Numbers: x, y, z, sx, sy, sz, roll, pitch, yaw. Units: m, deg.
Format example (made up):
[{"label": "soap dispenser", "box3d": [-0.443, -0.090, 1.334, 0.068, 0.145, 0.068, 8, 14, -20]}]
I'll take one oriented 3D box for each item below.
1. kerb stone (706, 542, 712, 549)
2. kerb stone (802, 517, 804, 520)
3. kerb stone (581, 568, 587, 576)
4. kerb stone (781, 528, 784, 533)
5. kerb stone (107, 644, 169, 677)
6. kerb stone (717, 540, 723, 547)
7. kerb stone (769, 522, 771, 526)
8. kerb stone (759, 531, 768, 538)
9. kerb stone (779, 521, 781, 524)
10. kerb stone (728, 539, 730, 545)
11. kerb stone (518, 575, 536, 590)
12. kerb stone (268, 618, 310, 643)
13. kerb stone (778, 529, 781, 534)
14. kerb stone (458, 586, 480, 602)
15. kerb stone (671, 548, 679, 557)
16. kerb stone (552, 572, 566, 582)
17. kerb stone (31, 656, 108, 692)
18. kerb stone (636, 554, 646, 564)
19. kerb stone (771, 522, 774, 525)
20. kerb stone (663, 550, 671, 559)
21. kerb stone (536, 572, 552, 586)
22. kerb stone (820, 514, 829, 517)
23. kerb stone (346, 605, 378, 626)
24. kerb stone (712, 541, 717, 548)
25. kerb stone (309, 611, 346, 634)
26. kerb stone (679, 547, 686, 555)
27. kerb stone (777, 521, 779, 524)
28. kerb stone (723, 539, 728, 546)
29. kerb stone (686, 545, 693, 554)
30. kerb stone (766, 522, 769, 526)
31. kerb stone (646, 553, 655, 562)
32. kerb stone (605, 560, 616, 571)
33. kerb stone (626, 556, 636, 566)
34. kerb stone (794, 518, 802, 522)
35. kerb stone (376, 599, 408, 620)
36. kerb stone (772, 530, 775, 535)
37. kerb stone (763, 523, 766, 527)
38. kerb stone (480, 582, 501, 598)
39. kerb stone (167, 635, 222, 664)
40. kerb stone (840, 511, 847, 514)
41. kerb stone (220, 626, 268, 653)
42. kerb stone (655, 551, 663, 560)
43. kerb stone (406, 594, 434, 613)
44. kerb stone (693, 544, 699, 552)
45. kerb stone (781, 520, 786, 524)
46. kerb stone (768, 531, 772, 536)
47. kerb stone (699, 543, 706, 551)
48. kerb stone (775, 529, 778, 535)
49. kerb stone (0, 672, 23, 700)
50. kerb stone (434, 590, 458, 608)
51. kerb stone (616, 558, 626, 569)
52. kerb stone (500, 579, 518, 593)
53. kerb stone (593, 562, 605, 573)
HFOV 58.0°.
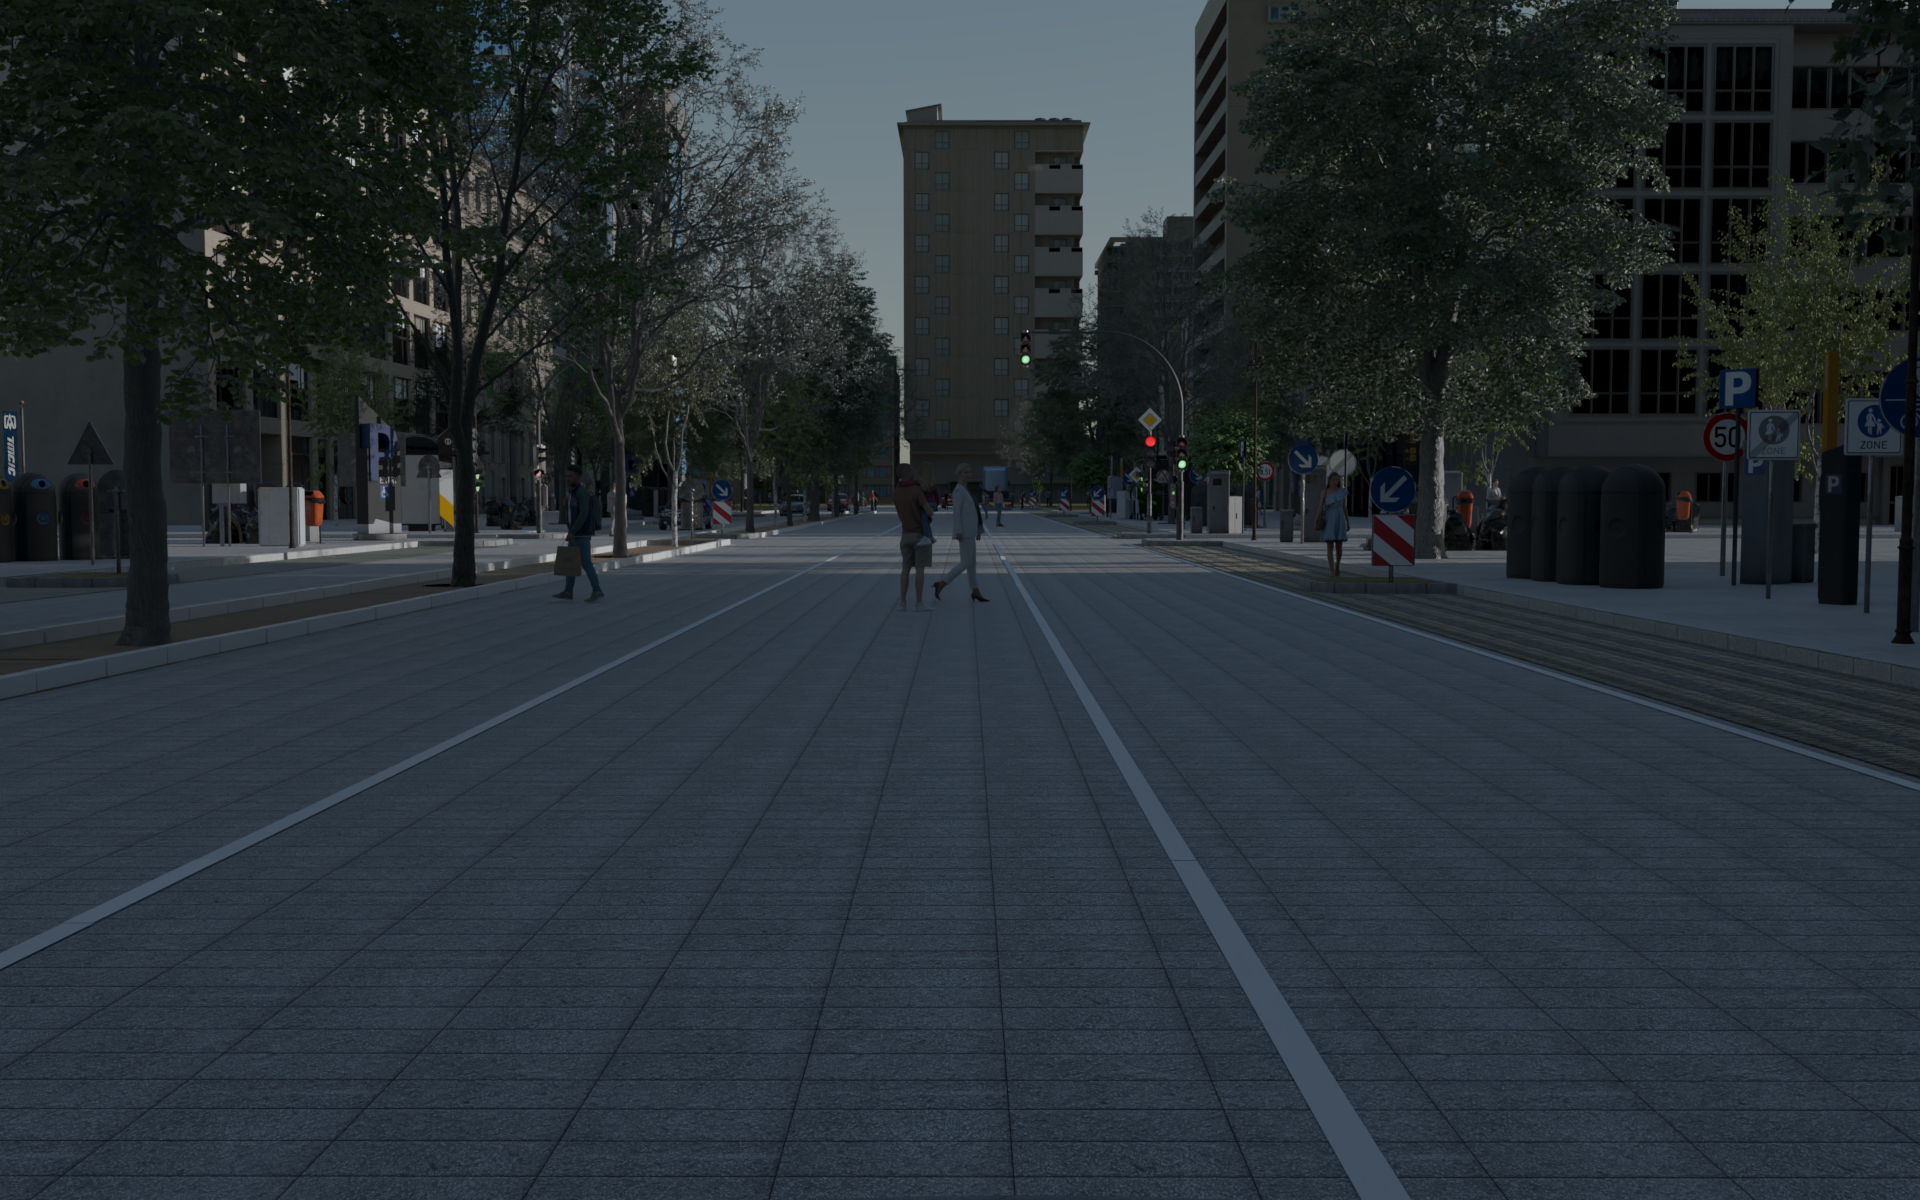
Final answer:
[{"label": "kerb stone", "box3d": [-6.625, -1.379, 44.794, 0.120, 0.150, 1.000, 0, 4, 0]}, {"label": "kerb stone", "box3d": [-8.580, -4.300, 92.496, 0.120, 0.150, 1.000, 0, 4, 0]}, {"label": "kerb stone", "box3d": [-6.665, -0.505, 30.450, 0.120, 0.150, 1.000, 0, 4, 0]}, {"label": "kerb stone", "box3d": [-6.577, -2.479, 62.724, 0.120, 0.150, 1.000, 0, 4, 0]}, {"label": "kerb stone", "box3d": [-6.719, 0.499, 14.036, 0.120, 0.150, 1.000, 0, 4, 0]}, {"label": "kerb stone", "box3d": [-6.618, -1.507, 46.838, 0.120, 0.150, 1.000, 0, 4, 0]}, {"label": "kerb stone", "box3d": [-8.621, -3.357, 77.097, 0.120, 0.150, 1.000, 0, 4, 0]}, {"label": "kerb stone", "box3d": [-6.586, -2.165, 57.592, 0.120, 0.150, 1.000, 0, 4, 0]}, {"label": "kerb stone", "box3d": [-8.617, -3.609, 81.196, 0.120, 0.150, 1.000, 0, 4, 0]}, {"label": "kerb stone", "box3d": [-6.613, -1.632, 48.882, 0.120, 0.150, 1.000, 0, 4, 0]}, {"label": "kerb stone", "box3d": [-6.677, -0.250, 26.357, 0.120, 0.150, 1.000, 0, 4, 0]}, {"label": "kerb stone", "box3d": [-6.703, 0.313, 17.119, 0.120, 0.150, 1.000, 0, 4, 0]}, {"label": "kerb stone", "box3d": [-6.575, -2.416, 61.701, 0.120, 0.150, 1.000, 0, 4, 0]}, {"label": "kerb stone", "box3d": [-6.687, -0.066, 23.273, 0.120, 0.150, 1.000, 0, 4, 0]}, {"label": "kerb stone", "box3d": [-6.641, -1.067, 39.664, 0.120, 0.150, 1.000, 0, 4, 0]}, {"label": "kerb stone", "box3d": [-6.673, -0.380, 28.406, 0.120, 0.150, 1.000, 0, 4, 0]}, {"label": "kerb stone", "box3d": [-6.727, 0.562, 13.014, 0.120, 0.150, 1.000, 0, 4, 0]}, {"label": "kerb stone", "box3d": [-6.656, -0.818, 35.568, 0.120, 0.150, 1.000, 0, 4, 0]}, {"label": "kerb stone", "box3d": [-8.631, -3.418, 78.119, 0.120, 0.150, 1.000, 0, 4, 0]}, {"label": "kerb stone", "box3d": [-6.645, -1.006, 38.640, 0.120, 0.150, 1.000, 0, 4, 0]}, {"label": "kerb stone", "box3d": [-6.677, -0.317, 27.378, 0.120, 0.150, 1.000, 0, 4, 0]}, {"label": "kerb stone", "box3d": [-8.525, -5.300, 108.896, 0.120, 0.150, 1.000, 0, 4, 0]}, {"label": "kerb stone", "box3d": [-6.705, 0.191, 19.178, 0.120, 0.150, 1.000, 0, 4, 0]}, {"label": "kerb stone", "box3d": [-6.621, -1.445, 45.816, 0.120, 0.150, 1.000, 0, 4, 0]}, {"label": "kerb stone", "box3d": [-6.700, 0.247, 18.153, 0.120, 0.150, 1.000, 0, 4, 0]}, {"label": "kerb stone", "box3d": [-6.636, -1.131, 40.690, 0.120, 0.150, 1.000, 0, 4, 0]}, {"label": "kerb stone", "box3d": [-8.619, -3.546, 80.171, 0.120, 0.150, 1.000, 0, 4, 0]}, {"label": "kerb stone", "box3d": [-6.616, -1.570, 47.860, 0.120, 0.150, 1.000, 0, 4, 0]}, {"label": "kerb stone", "box3d": [-6.635, -1.194, 41.716, 0.120, 0.150, 1.000, 0, 4, 0]}, {"label": "kerb stone", "box3d": [-8.632, -3.295, 76.068, 0.120, 0.150, 1.000, 0, 4, 0]}, {"label": "kerb stone", "box3d": [-6.658, -0.881, 36.596, 0.120, 0.150, 1.000, 0, 4, 0]}, {"label": "kerb stone", "box3d": [-6.658, -0.630, 32.499, 0.120, 0.150, 1.000, 0, 4, 0]}, {"label": "kerb stone", "box3d": [-6.659, -0.755, 34.545, 0.120, 0.150, 1.000, 0, 4, 0]}, {"label": "kerb stone", "box3d": [-8.588, -4.232, 91.474, 0.120, 0.150, 1.000, 0, 4, 0]}, {"label": "kerb stone", "box3d": [-6.697, 0.125, 20.206, 0.120, 0.150, 1.000, 0, 4, 0]}, {"label": "kerb stone", "box3d": [-6.579, -2.283, 59.637, 0.120, 0.150, 1.000, 0, 4, 0]}, {"label": "kerb stone", "box3d": [-8.628, -3.232, 75.042, 0.120, 0.150, 1.000, 0, 4, 0]}, {"label": "kerb stone", "box3d": [-6.677, -0.129, 24.301, 0.120, 0.150, 1.000, 0, 4, 0]}, {"label": "kerb stone", "box3d": [-6.714, 0.437, 15.058, 0.120, 0.150, 1.000, 0, 4, 0]}, {"label": "kerb stone", "box3d": [-8.484, -6.366, 126.312, 0.120, 0.150, 1.000, 0, 4, 0]}, {"label": "kerb stone", "box3d": [-6.712, 0.377, 16.081, 0.120, 0.150, 1.000, 0, 4, 0]}, {"label": "kerb stone", "box3d": [-6.646, -0.937, 37.618, 0.120, 0.150, 1.000, 0, 4, 0]}, {"label": "kerb stone", "box3d": [-6.698, 0.061, 21.228, 0.120, 0.150, 1.000, 0, 4, 0]}, {"label": "kerb stone", "box3d": [-6.637, -1.256, 42.739, 0.120, 0.150, 1.000, 0, 4, 0]}, {"label": "kerb stone", "box3d": [-8.608, -3.734, 83.251, 0.120, 0.150, 1.000, 0, 4, 0]}, {"label": "kerb stone", "box3d": [-6.577, -2.227, 58.614, 0.120, 0.150, 1.000, 0, 4, 0]}, {"label": "kerb stone", "box3d": [-6.623, -1.319, 43.767, 0.120, 0.150, 1.000, 0, 4, 0]}, {"label": "kerb stone", "box3d": [-6.572, -2.353, 60.664, 0.120, 0.150, 1.000, 0, 4, 0]}, {"label": "kerb stone", "box3d": [-6.725, 0.626, 11.991, 0.120, 0.150, 1.000, 0, 4, 0]}, {"label": "kerb stone", "box3d": [-6.687, -0.003, 22.250, 0.120, 0.150, 1.000, 0, 4, 0]}, {"label": "kerb stone", "box3d": [-6.663, -0.691, 33.521, 0.120, 0.150, 1.000, 0, 4, 0]}, {"label": "kerb stone", "box3d": [-6.688, -0.191, 25.325, 0.120, 0.150, 1.000, 0, 4, 0]}, {"label": "kerb stone", "box3d": [-6.657, -0.565, 31.472, 0.120, 0.150, 1.000, 0, 4, 0]}]
